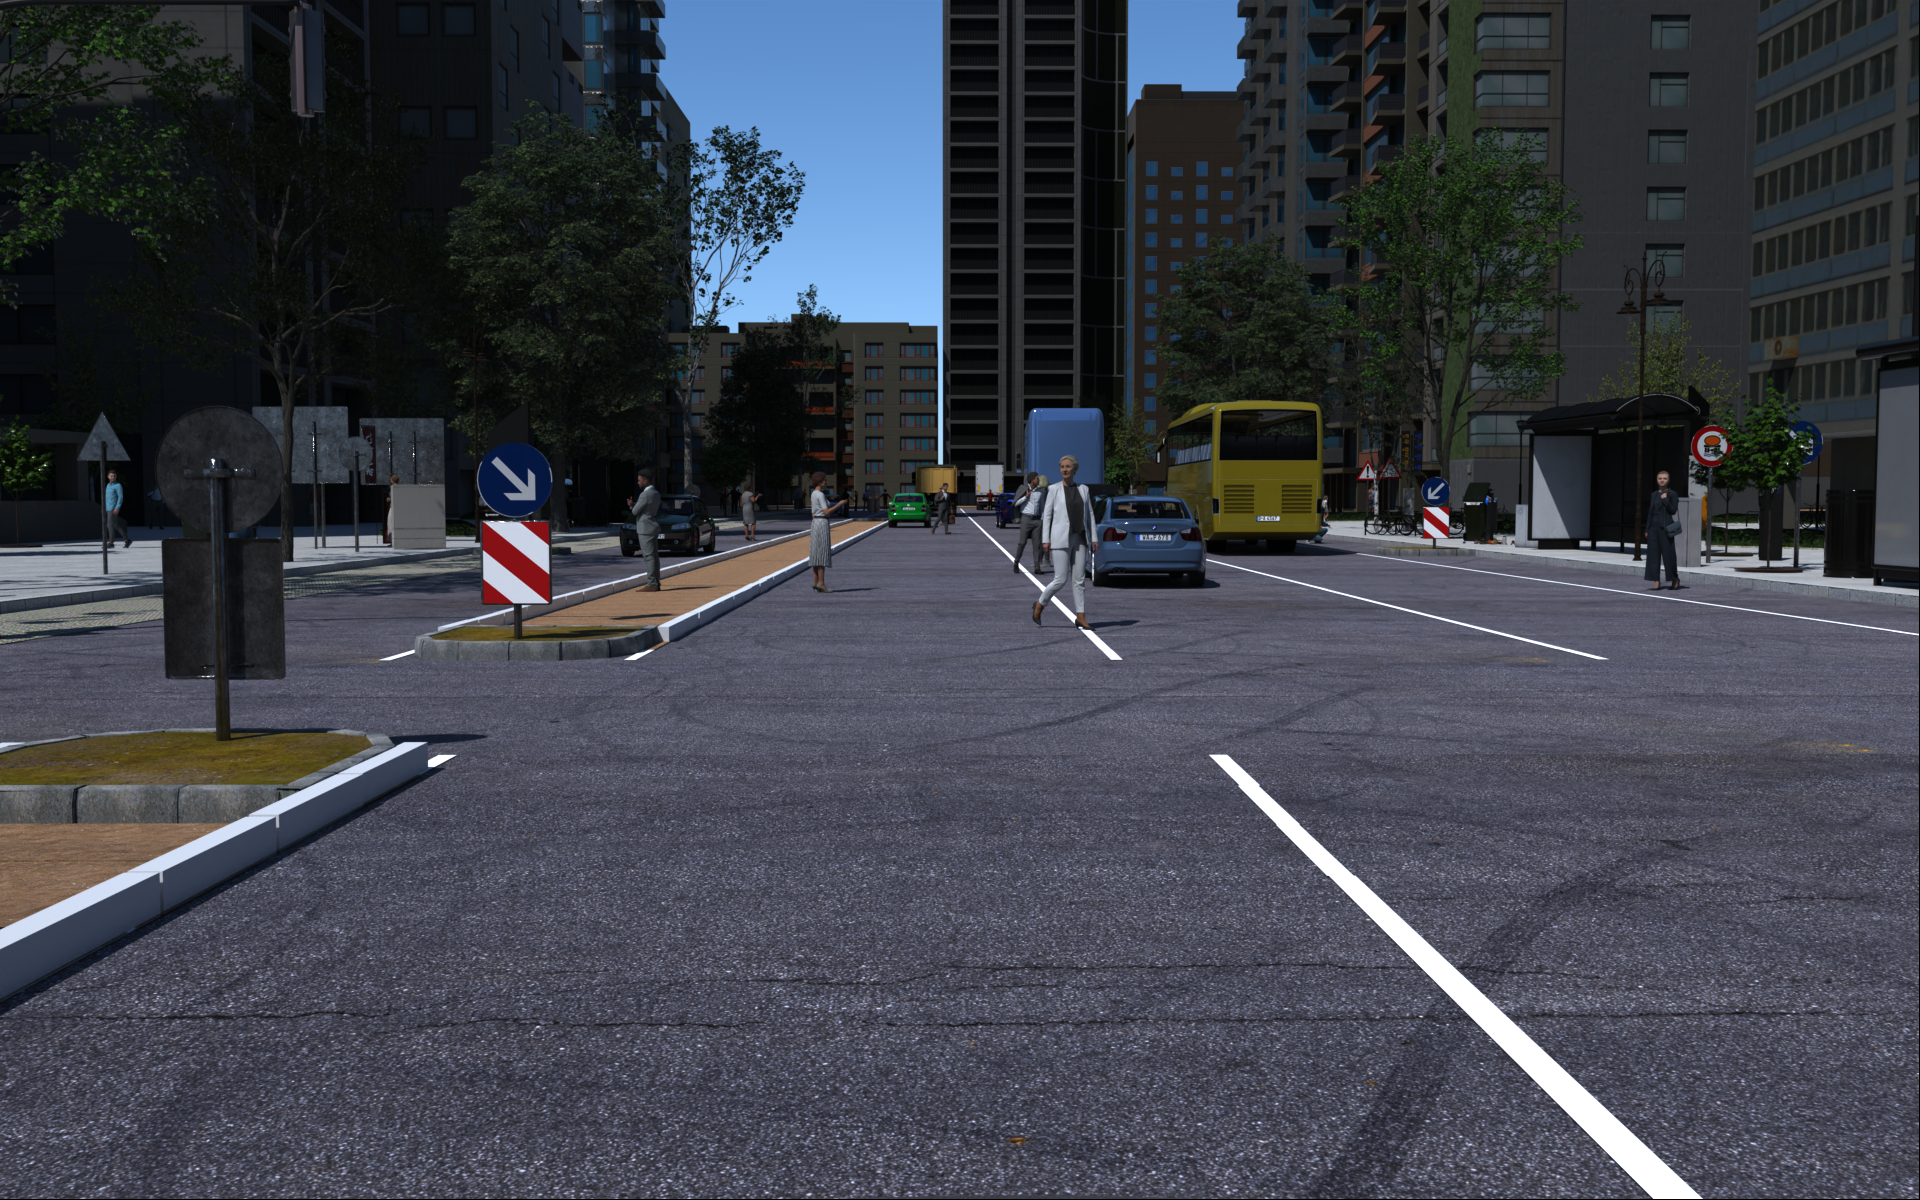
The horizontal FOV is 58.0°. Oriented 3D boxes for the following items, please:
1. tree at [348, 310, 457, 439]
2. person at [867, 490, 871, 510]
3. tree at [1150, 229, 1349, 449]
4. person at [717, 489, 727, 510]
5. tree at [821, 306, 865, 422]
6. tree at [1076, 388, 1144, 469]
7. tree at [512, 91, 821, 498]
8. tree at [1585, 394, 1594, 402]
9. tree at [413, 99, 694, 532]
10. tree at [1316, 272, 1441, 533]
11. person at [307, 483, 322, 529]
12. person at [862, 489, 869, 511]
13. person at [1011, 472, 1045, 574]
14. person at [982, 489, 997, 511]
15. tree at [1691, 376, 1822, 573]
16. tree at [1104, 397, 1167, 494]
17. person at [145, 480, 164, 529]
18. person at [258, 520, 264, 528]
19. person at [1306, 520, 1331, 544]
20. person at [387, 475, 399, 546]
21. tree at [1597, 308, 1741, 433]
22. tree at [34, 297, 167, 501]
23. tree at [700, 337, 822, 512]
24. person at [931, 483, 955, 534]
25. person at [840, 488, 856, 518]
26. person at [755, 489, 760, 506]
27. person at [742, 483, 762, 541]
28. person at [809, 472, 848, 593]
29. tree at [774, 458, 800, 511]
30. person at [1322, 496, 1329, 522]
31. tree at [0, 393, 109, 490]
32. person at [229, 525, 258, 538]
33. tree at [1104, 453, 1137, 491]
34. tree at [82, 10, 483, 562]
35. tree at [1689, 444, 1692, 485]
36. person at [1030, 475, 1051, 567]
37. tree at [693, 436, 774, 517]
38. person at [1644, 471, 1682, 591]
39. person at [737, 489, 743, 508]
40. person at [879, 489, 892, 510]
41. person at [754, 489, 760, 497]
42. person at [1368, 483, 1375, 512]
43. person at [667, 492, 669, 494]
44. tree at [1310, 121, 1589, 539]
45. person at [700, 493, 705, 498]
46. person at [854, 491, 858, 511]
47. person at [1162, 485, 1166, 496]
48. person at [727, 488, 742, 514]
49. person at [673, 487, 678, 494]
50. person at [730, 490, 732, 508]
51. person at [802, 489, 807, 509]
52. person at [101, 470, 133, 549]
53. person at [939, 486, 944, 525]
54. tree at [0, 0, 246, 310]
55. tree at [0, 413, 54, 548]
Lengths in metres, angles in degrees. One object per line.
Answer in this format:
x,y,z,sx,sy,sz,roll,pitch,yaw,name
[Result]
-22.575,-7.331,70.229,4.737,8.622,4.395,0,3,0,tree
-8.460,-9.290,160.400,0.705,1.823,1.348,-1,4,-18,person
13.705,-10.760,82.587,9.857,13.997,8.962,0,3,0,tree
-19.668,-8.318,142.845,0.445,1.727,0.742,3,5,40,person
-15.040,-18.497,158.307,12.611,20.169,13.585,0,3,0,tree
12.448,-13.313,152.084,8.767,10.594,7.601,-2,4,-27,tree
-14.386,-13.897,83.112,12.611,20.169,13.585,0,3,0,tree
29.364,-7.600,74.624,4.737,8.622,4.395,0,3,0,tree
-13.448,-9.254,57.960,9.857,13.997,8.962,0,3,0,tree
13.713,-6.508,56.766,4.360,8.622,3.978,0,3,0,tree
-23.751,-3.536,63.827,0.573,1.828,0.580,-2,4,-24,person
-8.146,-8.681,150.308,0.709,1.838,0.599,0,4,-6,person
1.216,-1.375,31.078,0.679,1.850,0.850,-2,4,-30,person
2.556,-8.466,146.858,1.348,1.831,0.705,1,4,13,person
13.229,-2.078,28.574,1.663,3.219,1.824,0,3,0,tree
13.153,-11.038,130.839,4.737,8.622,4.395,0,3,0,tree
-29.314,-3.483,63.096,0.850,1.850,0.679,3,5,40,person
-26.420,-3.552,64.870,0.466,1.731,0.760,1,4,23,person
10.415,-2.212,50.166,0.738,1.151,1.012,3,5,40,person
-13.972,-2.214,42.791,0.362,1.759,0.519,1,4,11,person
28.200,-7.213,68.295,4.737,8.622,4.395,0,3,0,tree
-32.676,-7.044,65.527,4.737,8.622,4.395,0,3,0,tree
-14.541,-12.827,126.734,9.611,12.733,9.660,0,3,0,tree
-0.600,-3.251,61.625,0.622,1.834,0.822,-3,5,-42,person
-6.765,-5.809,103.491,1.348,1.822,0.705,3,5,44,person
-16.677,-8.354,143.416,0.721,1.735,1.217,1,4,16,person
-6.357,-2.713,53.215,0.716,1.782,0.532,3,5,44,person
-1.938,-0.985,25.172,0.524,1.755,0.480,-2,4,-25,person
-14.190,-9.270,135.270,4.285,4.588,4.351,0,3,0,tree
16.515,-4.133,78.640,0.382,1.210,0.505,-2,4,-25,person
-31.748,-4.716,60.814,4.285,4.588,4.351,0,3,0,tree
-10.357,-0.986,25.213,0.643,1.750,0.593,0,4,3,person
12.693,-9.564,140.082,4.285,4.588,4.351,0,3,0,tree
-12.511,-6.012,32.709,8.767,10.594,7.601,3,5,43,tree
16.045,-2.526,35.907,1.663,3.219,1.824,0,3,0,tree
1.533,-1.545,33.952,0.526,1.800,0.537,2,4,27,person
-13.257,-6.937,97.140,4.285,4.588,4.351,0,3,0,tree
10.477,-1.035,25.840,0.576,1.772,0.534,3,4,39,person
-20.110,-9.192,157.162,1.217,1.723,0.721,0,4,-7,person
-6.606,-8.840,152.671,1.348,1.869,0.705,-2,4,-26,person
-18.655,-9.466,161.540,1.217,1.735,0.721,1,4,9,person
20.273,-4.847,85.383,0.616,1.811,0.778,-3,5,-40,person
-24.176,-8.265,144.371,0.628,1.438,0.799,0,4,-4,person
13.907,-7.570,49.524,9.928,11.665,9.643,0,3,0,tree
-23.381,-9.123,155.922,0.721,1.743,1.217,2,4,30,person
-8.660,-8.353,145.871,0.445,1.727,0.742,-2,4,-35,person
12.537,-6.098,105.761,0.705,1.823,1.348,-1,4,-17,person
-14.690,-6.535,112.851,1.348,1.831,0.705,1,4,10,person
-23.294,-8.324,142.070,0.705,1.831,1.348,1,4,17,person
-21.567,-9.645,164.554,0.721,1.723,1.217,0,4,0,person
-13.848,-8.934,152.940,0.721,1.723,1.217,-3,4,-38,person
-19.909,-2.139,40.884,0.748,1.841,0.638,-3,5,-41,person
-0.851,-4.326,79.410,0.661,1.801,0.590,3,4,36,person
-13.378,-5.894,22.119,9.928,11.665,9.643,0,3,0,tree
-22.551,-2.876,41.619,1.663,3.219,1.824,0,3,0,tree
